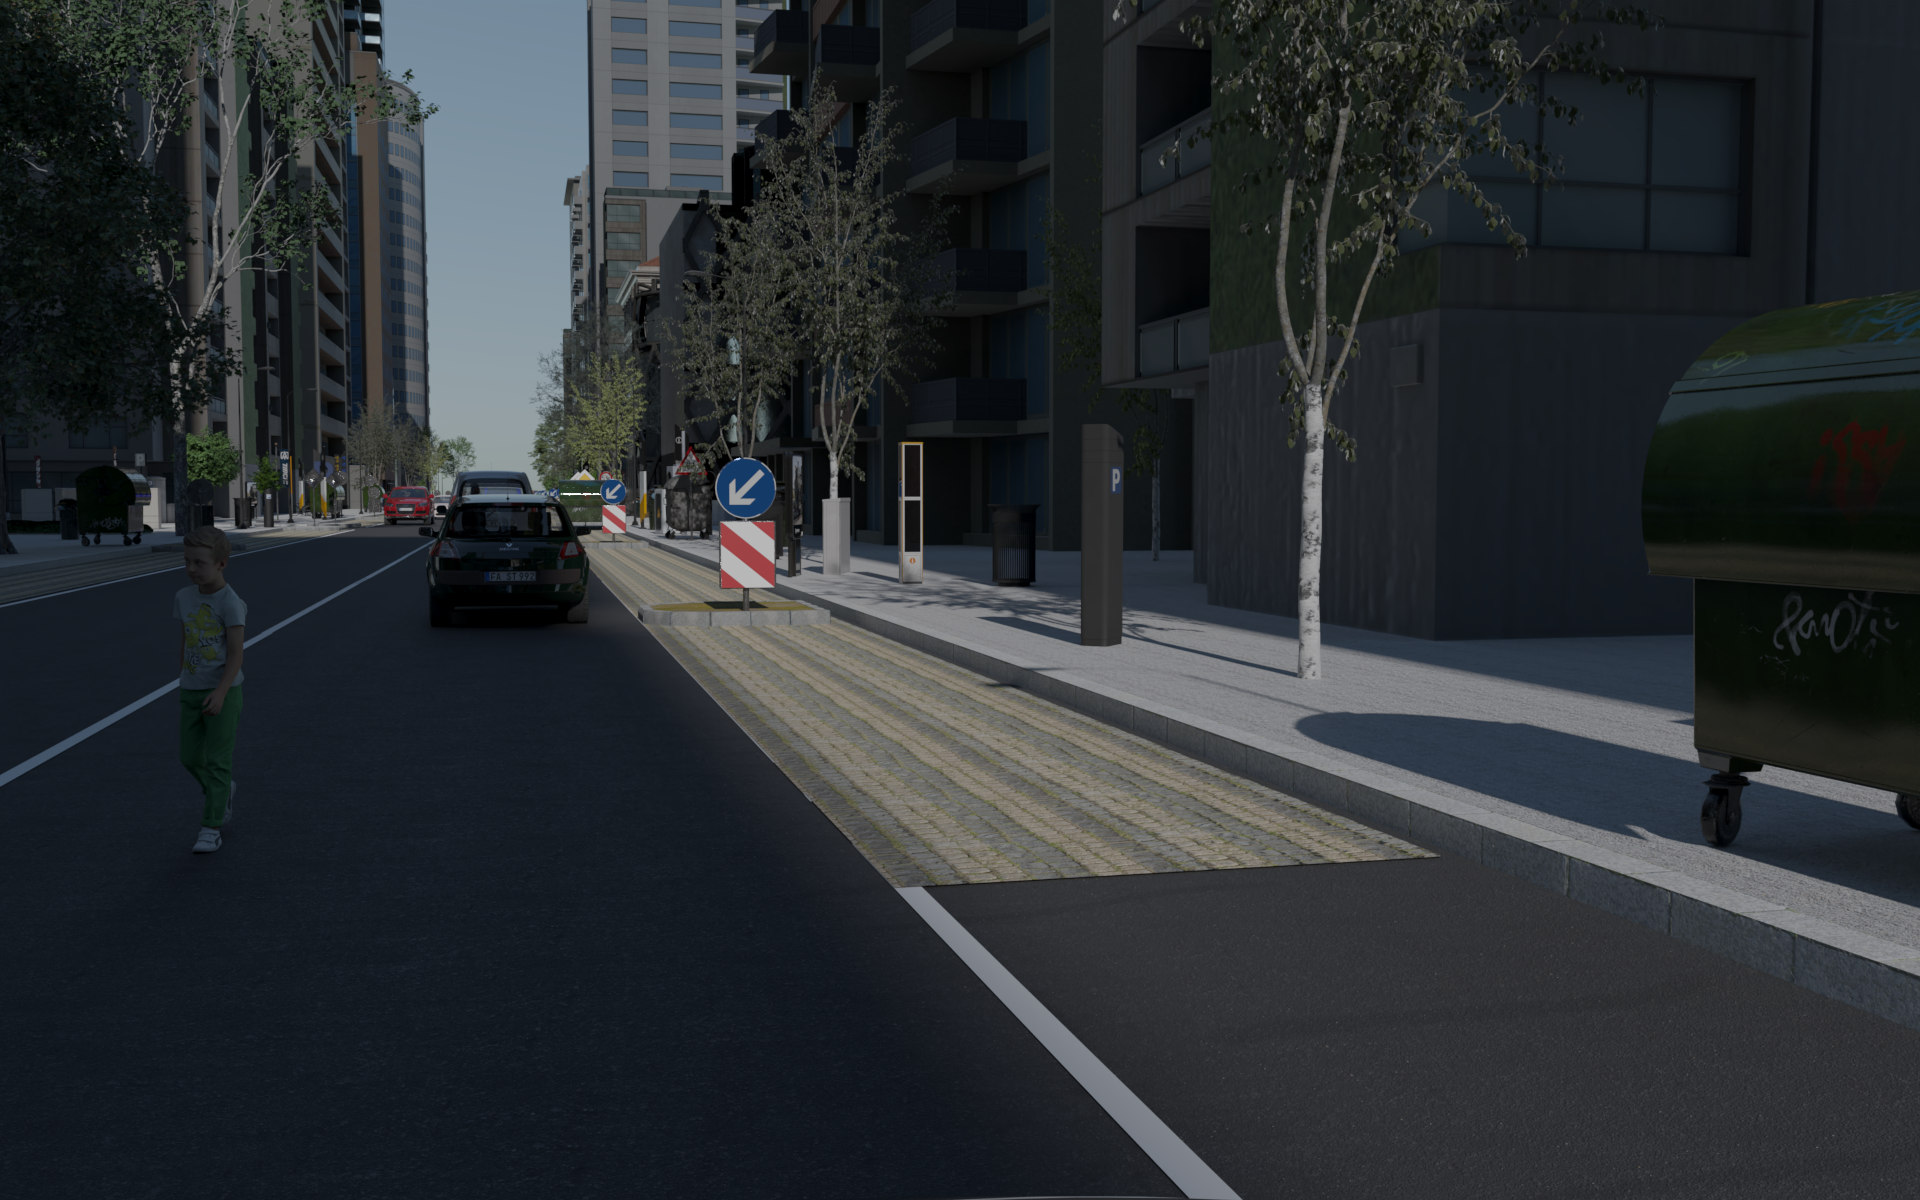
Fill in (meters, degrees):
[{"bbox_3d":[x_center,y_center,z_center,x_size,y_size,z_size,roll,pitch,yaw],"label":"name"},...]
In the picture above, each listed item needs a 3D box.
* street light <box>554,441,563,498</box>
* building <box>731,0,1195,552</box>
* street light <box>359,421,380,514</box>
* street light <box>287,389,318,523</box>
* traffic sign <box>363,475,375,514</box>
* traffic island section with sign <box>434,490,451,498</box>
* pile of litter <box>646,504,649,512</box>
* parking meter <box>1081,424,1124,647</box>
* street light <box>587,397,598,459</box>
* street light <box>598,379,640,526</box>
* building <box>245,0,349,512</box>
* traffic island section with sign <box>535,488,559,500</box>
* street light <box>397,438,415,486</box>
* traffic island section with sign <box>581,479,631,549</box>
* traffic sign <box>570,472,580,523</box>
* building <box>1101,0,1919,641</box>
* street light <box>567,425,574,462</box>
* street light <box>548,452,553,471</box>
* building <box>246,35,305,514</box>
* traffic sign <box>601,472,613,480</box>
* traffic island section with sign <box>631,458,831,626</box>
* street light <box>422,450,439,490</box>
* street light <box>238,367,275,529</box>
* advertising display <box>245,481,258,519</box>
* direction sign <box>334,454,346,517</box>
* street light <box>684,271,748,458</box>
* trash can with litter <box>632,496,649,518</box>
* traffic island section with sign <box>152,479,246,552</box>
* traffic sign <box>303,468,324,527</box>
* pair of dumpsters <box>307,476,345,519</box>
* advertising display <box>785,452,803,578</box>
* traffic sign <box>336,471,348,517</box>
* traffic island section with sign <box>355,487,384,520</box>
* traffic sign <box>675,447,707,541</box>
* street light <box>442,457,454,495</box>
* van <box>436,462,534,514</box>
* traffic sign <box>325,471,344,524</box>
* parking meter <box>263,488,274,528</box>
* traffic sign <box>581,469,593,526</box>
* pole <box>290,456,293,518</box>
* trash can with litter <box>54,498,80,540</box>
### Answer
[{"bbox_3d":[-35.803,-11.279,156.949,1.470,5.913,1.316,-1,4,-14],"label":"street light"},{"bbox_3d":[5.378,-24.314,52.159,22.147,44.769,28.867,-1,4,-14],"label":"building"},{"bbox_3d":[-37.631,-8.427,110.326,1.470,5.913,1.316,-1,4,-14],"label":"street light"},{"bbox_3d":[-28.942,-6.341,76.211,1.470,5.913,1.316,-1,4,-14],"label":"street light"},{"bbox_3d":[-38.657,-6.926,113.351,0.768,2.556,0.104,-1,4,-12],"label":"traffic sign"},{"bbox_3d":[-51.762,-9.978,171.774,1.989,1.847,2.006,-1,4,-14],"label":"traffic island section with sign"},{"bbox_3d":[-17.507,-5.058,96.665,1.176,0.858,1.719,-3,5,-41],"label":"pile of litter"},{"bbox_3d":[1.208,-0.550,14.697,0.255,1.863,0.399,2,4,27],"label":"parking meter"},{"bbox_3d":[-17.051,-6.769,83.207,1.470,5.913,1.316,-1,4,-14],"label":"street light"},{"bbox_3d":[-13.734,-5.968,70.119,1.470,5.913,1.316,-1,4,-14],"label":"street light"},{"bbox_3d":[-59.368,-31.098,132.154,21.300,48.544,21.600,-1,4,-14],"label":"building"},{"bbox_3d":[-29.750,-7.189,126.162,1.989,1.847,2.006,-1,4,-14],"label":"traffic island section with sign"},{"bbox_3d":[-47.505,-10.791,148.966,1.470,5.913,1.316,-1,4,-14],"label":"street light"},{"bbox_3d":[-9.378,-2.296,46.160,1.989,1.847,2.006,-1,4,-14],"label":"traffic island section with sign"},{"bbox_3d":[-17.143,-4.538,77.841,0.795,2.450,0.064,-1,4,-14],"label":"traffic sign"},{"bbox_3d":[9.251,-20.710,22.206,14.154,41.232,14.086,-1,4,-14],"label":"building"},{"bbox_3d":[-25.680,-8.837,117.027,1.470,5.913,1.316,-1,4,-14],"label":"street light"},{"bbox_3d":[-44.502,-13.385,191.382,1.470,5.913,1.316,-1,4,-14],"label":"street light"},{"bbox_3d":[-49.669,-20.602,108.540,14.160,30.474,14.107,-1,4,-14],"label":"building"},{"bbox_3d":[-20.027,-5.990,98.040,0.768,2.556,0.104,0,4,-7],"label":"traffic sign"},{"bbox_3d":[-2.620,-0.672,19.615,1.989,1.847,2.006,-1,4,-14],"label":"traffic island section with sign"},{"bbox_3d":[-56.137,-12.861,182.812,1.470,5.913,1.316,-1,4,-14],"label":"street light"},{"bbox_3d":[-25.701,-5.548,63.251,1.470,5.913,1.316,-1,4,-14],"label":"street light"},{"bbox_3d":[-36.370,-5.118,88.894,0.123,1.923,0.974,1,4,8],"label":"advertising display"},{"bbox_3d":[-35.252,-6.521,98.614,0.876,3.537,0.379,2,4,27],"label":"direction sign"},{"bbox_3d":[-5.049,-3.900,36.312,1.470,5.913,1.316,-1,4,-14],"label":"street light"},{"bbox_3d":[-17.179,-5.025,93.551,0.624,1.170,1.055,1,4,19],"label":"trash can with litter"},{"bbox_3d":[-19.148,-2.142,43.648,1.989,1.847,2.006,-1,4,-14],"label":"traffic island section with sign"},{"bbox_3d":[-25.203,-3.910,67.578,0.795,2.450,0.064,-1,4,-14],"label":"traffic sign"},{"bbox_3d":[-33.389,-5.424,91.182,1.574,2.255,4.437,-1,4,-14],"label":"pair of dumpsters"},{"bbox_3d":[-2.582,-1.332,26.994,0.123,1.923,0.974,0,4,4],"label":"advertising display"},{"bbox_3d":[-34.071,-5.825,95.352,0.768,2.556,0.104,-1,4,-12],"label":"traffic sign"},{"bbox_3d":[-32.597,-5.376,96.531,1.989,1.847,2.006,-1,4,-14],"label":"traffic island section with sign"},{"bbox_3d":[-7.375,-2.907,47.531,0.884,2.594,0.081,0,4,-6],"label":"traffic sign"},{"bbox_3d":[-68.063,-15.719,229.539,1.470,5.913,1.316,-1,4,-14],"label":"street light"},{"bbox_3d":[-8.697,-1.540,32.197,2.013,2.044,4.112,-1,4,-16],"label":"van"},{"bbox_3d":[-27.174,-4.384,75.317,0.795,2.450,0.064,-1,4,-14],"label":"traffic sign"},{"bbox_3d":[-26.580,-3.558,66.577,0.372,1.533,0.369,0,3,0],"label":"parking meter"},{"bbox_3d":[-15.173,-4.065,70.102,0.795,2.450,0.064,-1,4,-14],"label":"traffic sign"},{"bbox_3d":[-36.143,-6.093,93.458,0.158,3.312,0.155,0,3,0],"label":"pole"},{"bbox_3d":[-25.132,-2.289,48.815,0.624,1.170,1.055,-1,4,-22],"label":"trash can with litter"}]
